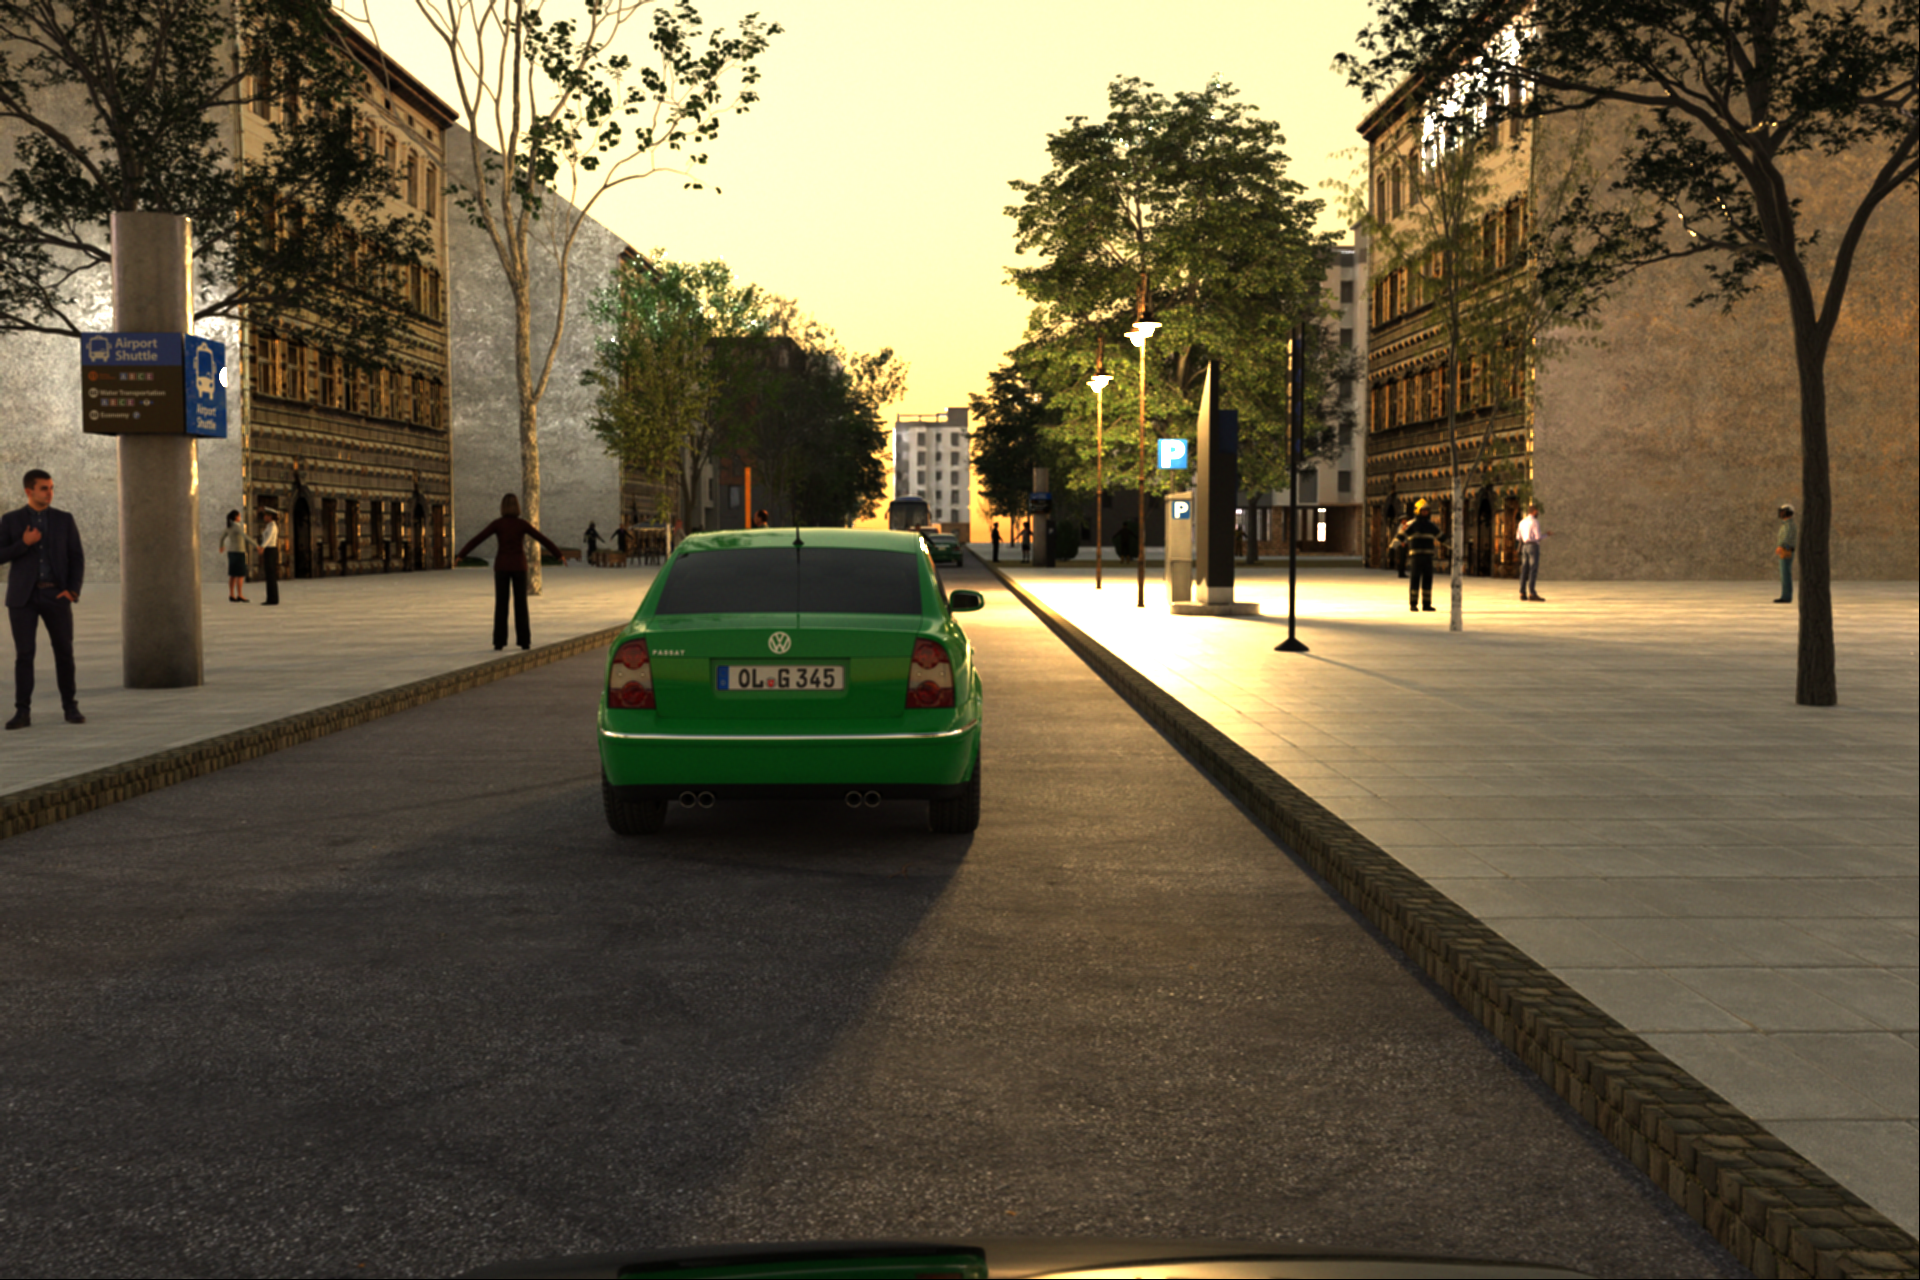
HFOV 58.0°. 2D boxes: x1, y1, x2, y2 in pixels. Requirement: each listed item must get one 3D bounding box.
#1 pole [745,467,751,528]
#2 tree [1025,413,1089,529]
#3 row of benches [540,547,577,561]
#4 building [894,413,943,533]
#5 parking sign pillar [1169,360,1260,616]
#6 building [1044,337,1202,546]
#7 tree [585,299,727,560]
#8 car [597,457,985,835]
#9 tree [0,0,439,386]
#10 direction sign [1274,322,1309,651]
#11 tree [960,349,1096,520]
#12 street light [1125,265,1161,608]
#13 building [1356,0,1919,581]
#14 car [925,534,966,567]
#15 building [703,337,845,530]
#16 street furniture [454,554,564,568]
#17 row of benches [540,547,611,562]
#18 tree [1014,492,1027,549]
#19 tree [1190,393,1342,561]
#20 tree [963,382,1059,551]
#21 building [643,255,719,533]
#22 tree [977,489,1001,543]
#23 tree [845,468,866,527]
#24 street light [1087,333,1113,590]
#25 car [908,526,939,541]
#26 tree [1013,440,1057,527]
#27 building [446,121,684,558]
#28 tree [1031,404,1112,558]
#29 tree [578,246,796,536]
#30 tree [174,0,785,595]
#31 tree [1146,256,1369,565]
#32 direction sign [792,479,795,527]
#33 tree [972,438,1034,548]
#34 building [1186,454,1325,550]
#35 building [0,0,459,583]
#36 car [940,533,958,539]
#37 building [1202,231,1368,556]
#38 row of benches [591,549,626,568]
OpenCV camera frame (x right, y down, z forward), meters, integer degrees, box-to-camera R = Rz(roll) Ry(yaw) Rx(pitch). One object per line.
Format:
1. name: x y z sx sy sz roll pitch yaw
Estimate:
1. pole: -6.472 -3.613 52.922 0.158 3.312 0.155 0 3 0
2. tree: 5.497 -9.187 100.572 4.360 8.622 3.978 0 3 0
3. row of benches: -19.461 -4.138 83.127 1.422 0.672 4.104 1 4 10
4. building: -9.700 -24.690 262.562 11.380 20.090 16.016 0 4 8
5. parking sign pillar: 4.069 -2.392 27.576 1.447 3.967 1.447 0 4 -1
6. building: 23.178 -21.543 196.205 27.936 21.610 32.646 0 4 0
7. tree: -9.269 -6.305 53.446 4.737 8.622 4.395 0 3 0
8. car: -0.819 -0.052 9.642 1.959 1.807 4.718 0 4 -1
9. tree: -9.893 -5.283 20.784 7.601 10.594 8.767 -1 4 -13
10. direction sign: 3.658 -1.651 18.998 0.379 3.537 0.876 0 4 0
11. tree: 5.127 -12.731 114.813 9.857 13.997 8.962 0 3 0
12. street light: 3.160 -3.504 30.082 0.468 5.910 1.993 0 4 0
13. building: 24.580 -13.749 55.719 19.493 23.208 18.063 0 4 -1
14. car: -0.789 -3.972 76.733 2.131 1.459 4.920 0 4 0
15. building: -28.015 -21.503 195.550 27.936 21.610 32.646 0 3 0
16. street furniture: -21.173 -3.248 68.729 10.072 0.657 5.734 1 4 13
17. row of benches: -18.162 -3.947 80.001 4.104 0.672 1.422 -1 4 -23
18. tree: 4.836 -12.223 150.204 4.360 8.622 3.978 0 3 0
19. tree: 14.480 -9.145 83.928 8.767 10.594 7.601 2 4 24
20. tree: 5.401 -13.730 134.860 12.009 13.543 11.850 0 3 0
21. building: -28.187 -15.822 125.149 16.747 18.905 31.486 0 4 1
22. tree: 4.983 -19.061 262.003 4.360 8.622 3.978 0 3 0
23. tree: -18.703 -21.635 260.383 9.857 13.997 8.962 0 3 0
24. street light: 3.217 -4.109 39.977 0.468 5.910 1.993 0 3 0
25. car: -1.861 -4.771 86.685 2.281 1.827 5.304 0 4 -2
26. tree: 5.880 -10.672 124.851 4.360 8.622 3.978 0 3 0
27. building: -26.947 -16.418 99.357 19.493 23.208 18.063 0 4 0
28. tree: 5.742 -8.623 91.347 4.737 8.622 4.395 0 3 0
29. tree: -9.737 -8.343 62.158 9.928 11.665 9.643 0 3 0
30. tree: -9.781 -10.928 34.560 12.611 20.169 13.585 0 3 0
31. tree: 12.313 -9.898 72.204 12.009 13.543 11.850 0 3 0
32. direction sign: -6.832 -4.837 71.082 0.379 3.537 0.876 0 4 2
33. tree: 5.165 -14.670 165.612 9.928 11.665 9.643 0 3 0
34. building: 23.554 -11.670 132.947 9.099 9.664 28.070 0 3 0
35. building: -27.799 -13.622 53.646 19.493 23.208 18.063 0 4 0
36. car: -1.206 -7.704 134.998 2.155 1.783 4.494 0 4 -2
37. building: 21.284 -15.799 114.737 16.016 20.090 11.380 0 3 0
38. row of benches: -13.744 -3.197 67.731 1.422 0.672 4.104 -1 4 -22
